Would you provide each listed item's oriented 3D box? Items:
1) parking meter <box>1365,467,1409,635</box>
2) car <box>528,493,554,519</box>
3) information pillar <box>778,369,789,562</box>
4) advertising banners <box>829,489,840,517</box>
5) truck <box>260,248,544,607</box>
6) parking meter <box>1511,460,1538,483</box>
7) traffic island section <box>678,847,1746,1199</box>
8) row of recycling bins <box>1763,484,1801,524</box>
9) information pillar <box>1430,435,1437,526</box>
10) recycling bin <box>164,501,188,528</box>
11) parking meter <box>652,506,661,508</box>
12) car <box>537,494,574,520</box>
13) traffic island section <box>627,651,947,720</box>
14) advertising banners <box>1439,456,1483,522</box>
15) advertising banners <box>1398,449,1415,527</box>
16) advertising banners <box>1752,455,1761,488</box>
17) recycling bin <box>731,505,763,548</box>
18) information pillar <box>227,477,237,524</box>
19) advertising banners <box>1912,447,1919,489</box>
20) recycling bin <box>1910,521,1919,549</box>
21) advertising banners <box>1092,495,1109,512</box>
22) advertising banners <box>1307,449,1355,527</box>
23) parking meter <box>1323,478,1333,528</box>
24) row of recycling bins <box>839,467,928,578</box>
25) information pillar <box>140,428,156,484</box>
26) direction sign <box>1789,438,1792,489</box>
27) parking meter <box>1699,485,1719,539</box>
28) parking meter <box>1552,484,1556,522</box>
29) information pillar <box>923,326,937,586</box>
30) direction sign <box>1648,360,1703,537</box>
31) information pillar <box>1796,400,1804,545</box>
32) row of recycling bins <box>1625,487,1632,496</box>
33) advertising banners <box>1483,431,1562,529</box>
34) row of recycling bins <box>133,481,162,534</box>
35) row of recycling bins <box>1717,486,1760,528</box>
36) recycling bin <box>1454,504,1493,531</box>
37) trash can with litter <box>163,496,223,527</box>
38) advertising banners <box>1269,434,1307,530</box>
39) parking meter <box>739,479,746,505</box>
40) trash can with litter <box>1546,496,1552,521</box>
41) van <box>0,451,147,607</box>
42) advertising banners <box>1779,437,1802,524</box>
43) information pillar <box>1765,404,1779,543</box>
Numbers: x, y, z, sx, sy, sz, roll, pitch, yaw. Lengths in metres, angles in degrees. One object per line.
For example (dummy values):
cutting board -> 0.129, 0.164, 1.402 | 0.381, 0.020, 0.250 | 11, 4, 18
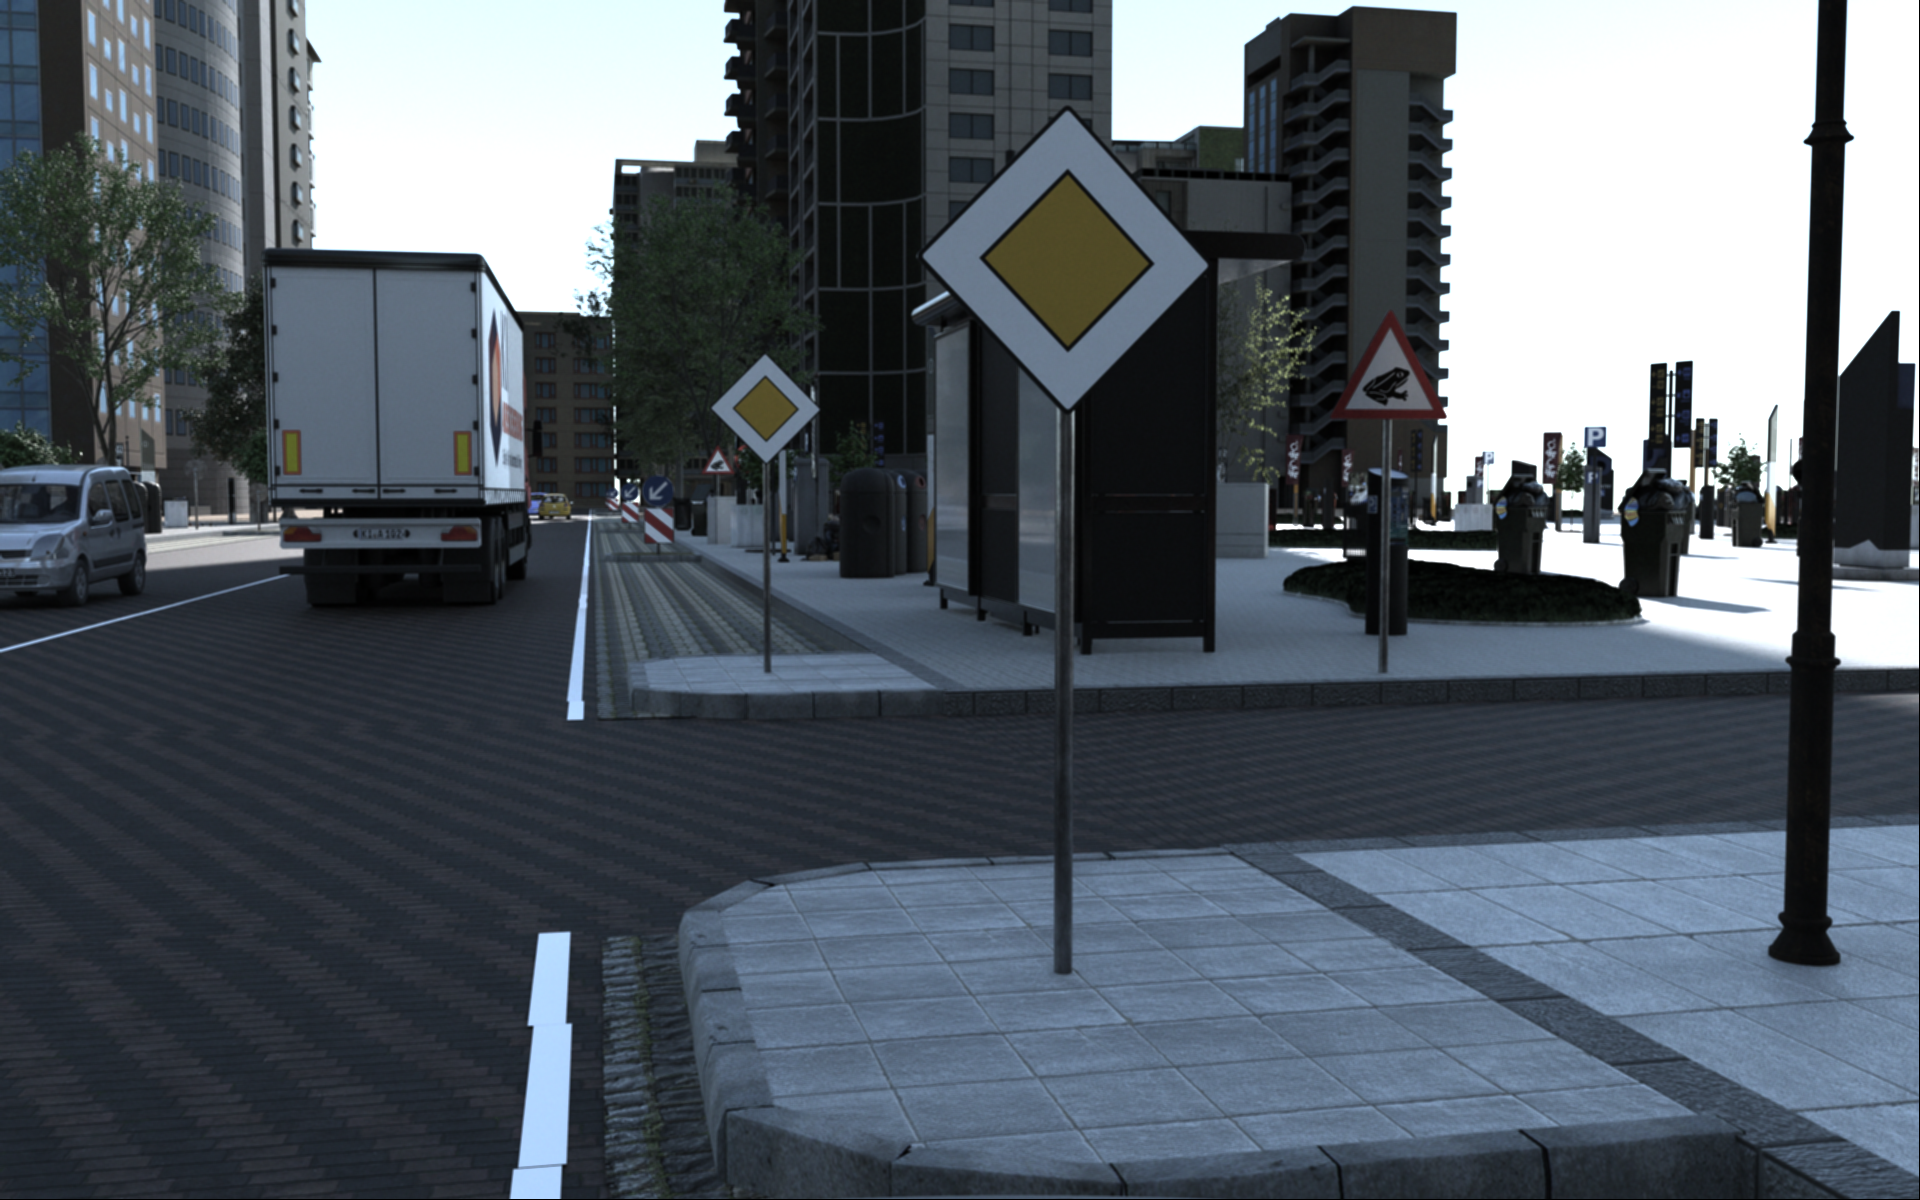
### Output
parking meter -> 3.911, -0.455, 15.849 | 0.372, 1.533, 0.369 | 0, 3, 0
car -> -24.963, -5.694, 102.686 | 1.945, 1.707, 3.694 | -1, 4, -12
information pillar -> -3.351, -2.529, 32.698 | 0.183, 3.616, 0.504 | -1, 4, -12
advertising banners -> -3.702, -3.466, 52.863 | 0.090, 3.025, 2.074 | 3, 5, 44
truck -> -7.785, -2.235, 25.458 | 2.839, 4.237, 11.283 | -1, 4, -11
parking meter -> 9.546, -1.444, 29.318 | 0.255, 1.863, 0.399 | -3, 5, -42
traffic island section -> 0.295, 1.077, 4.667 | 2.009, 0.180, 2.903 | -1, 4, -12
row of recycling bins -> 35.193, -4.088, 73.958 | 3.534, 1.692, 1.069 | 2, 4, 28
information pillar -> 18.902, -4.754, 69.082 | 0.183, 3.616, 0.504 | 2, 4, 29
recycling bin -> -29.734, -3.250, 65.695 | 0.722, 1.027, 0.722 | -2, 4, -34
parking meter -> -13.372, -4.156, 76.354 | 0.372, 1.533, 0.369 | 0, 3, 0
car -> -22.568, -5.276, 96.494 | 2.015, 1.641, 3.980 | -1, 4, -12
traffic island section -> -1.366, 0.600, 12.478 | 2.009, 0.180, 2.903 | -1, 4, -12
advertising banners -> 23.175, -5.117, 79.852 | 2.074, 3.025, 0.090 | 1, 4, 9
advertising banners -> 16.995, -4.269, 65.988 | 0.090, 3.025, 2.074 | 0, 4, -3
advertising banners -> 36.234, -4.958, 77.254 | 2.074, 3.025, 0.090 | 3, 5, 39
recycling bin -> -5.087, -1.780, 41.655 | 0.722, 1.027, 0.722 | -1, 4, -20
information pillar -> -31.335, -4.284, 74.533 | 0.304, 2.012, 0.304 | -1, 4, -16
advertising banners -> 35.981, -4.179, 64.513 | 2.074, 3.025, 0.090 | -2, 4, -32
recycling bin -> 22.055, -1.718, 40.638 | 0.722, 1.027, 0.722 | 1, 4, 12
advertising banners -> 1.787, -1.904, 27.325 | 0.090, 3.025, 2.074 | 3, 5, 41
advertising banners -> 14.199, -4.323, 66.868 | 2.074, 3.025, 0.090 | 0, 4, 4
parking meter -> 13.586, -3.563, 63.971 | 0.255, 1.863, 0.399 | 0, 4, -7
row of recycling bins -> -1.095, -1.274, 27.950 | 1.069, 1.692, 3.534 | 1, 4, 16
information pillar -> -28.970, -4.308, 61.790 | 0.183, 3.616, 0.504 | 3, 4, 38
direction sign -> 33.477, -4.762, 69.856 | 0.379, 3.537, 0.876 | 1, 4, 22
parking meter -> 21.275, -2.501, 49.304 | 0.372, 1.533, 0.369 | 0, 3, 0
parking meter -> 27.400, -4.512, 79.482 | 0.255, 1.863, 0.399 | -3, 5, -43
information pillar -> -0.333, -2.000, 24.061 | 0.183, 3.616, 0.504 | -1, 4, -23
direction sign -> 12.174, -2.308, 29.739 | 0.379, 3.537, 0.876 | -2, 4, -27
information pillar -> 21.053, -3.154, 42.915 | 0.183, 3.616, 0.504 | -1, 4, -21
row of recycling bins -> 37.176, -5.385, 95.160 | 1.069, 1.692, 3.534 | 2, 4, 27
advertising banners -> 15.943, -3.231, 49.017 | 2.074, 3.025, 0.090 | 2, 4, 32
row of recycling bins -> -26.741, -2.946, 55.276 | 1.069, 1.692, 3.534 | 1, 4, 10
row of recycling bins -> 29.920, -3.646, 66.724 | 1.069, 1.692, 3.534 | 1, 4, 16
recycling bin -> 13.379, -1.994, 45.154 | 0.722, 1.027, 0.722 | -1, 4, -18
trash can with litter -> -30.385, -3.518, 68.572 | 2.233, 1.210, 1.678 | -2, 4, -28
advertising banners -> 8.999, -3.333, 50.678 | 2.074, 3.025, 0.090 | 1, 4, 15
parking meter -> -8.336, -3.710, 66.374 | 0.255, 1.863, 0.399 | -1, 4, -15
trash can with litter -> 27.986, -4.311, 81.870 | 0.624, 1.170, 1.055 | 2, 4, 35
van -> -12.255, -0.991, 23.211 | 2.013, 2.044, 4.112 | -1, 4, -11
advertising banners -> 25.739, -3.512, 53.603 | 0.090, 3.025, 2.074 | 1, 4, 8
information pillar -> 21.070, -3.278, 44.952 | 0.504, 3.616, 0.183 | -3, 5, -44
